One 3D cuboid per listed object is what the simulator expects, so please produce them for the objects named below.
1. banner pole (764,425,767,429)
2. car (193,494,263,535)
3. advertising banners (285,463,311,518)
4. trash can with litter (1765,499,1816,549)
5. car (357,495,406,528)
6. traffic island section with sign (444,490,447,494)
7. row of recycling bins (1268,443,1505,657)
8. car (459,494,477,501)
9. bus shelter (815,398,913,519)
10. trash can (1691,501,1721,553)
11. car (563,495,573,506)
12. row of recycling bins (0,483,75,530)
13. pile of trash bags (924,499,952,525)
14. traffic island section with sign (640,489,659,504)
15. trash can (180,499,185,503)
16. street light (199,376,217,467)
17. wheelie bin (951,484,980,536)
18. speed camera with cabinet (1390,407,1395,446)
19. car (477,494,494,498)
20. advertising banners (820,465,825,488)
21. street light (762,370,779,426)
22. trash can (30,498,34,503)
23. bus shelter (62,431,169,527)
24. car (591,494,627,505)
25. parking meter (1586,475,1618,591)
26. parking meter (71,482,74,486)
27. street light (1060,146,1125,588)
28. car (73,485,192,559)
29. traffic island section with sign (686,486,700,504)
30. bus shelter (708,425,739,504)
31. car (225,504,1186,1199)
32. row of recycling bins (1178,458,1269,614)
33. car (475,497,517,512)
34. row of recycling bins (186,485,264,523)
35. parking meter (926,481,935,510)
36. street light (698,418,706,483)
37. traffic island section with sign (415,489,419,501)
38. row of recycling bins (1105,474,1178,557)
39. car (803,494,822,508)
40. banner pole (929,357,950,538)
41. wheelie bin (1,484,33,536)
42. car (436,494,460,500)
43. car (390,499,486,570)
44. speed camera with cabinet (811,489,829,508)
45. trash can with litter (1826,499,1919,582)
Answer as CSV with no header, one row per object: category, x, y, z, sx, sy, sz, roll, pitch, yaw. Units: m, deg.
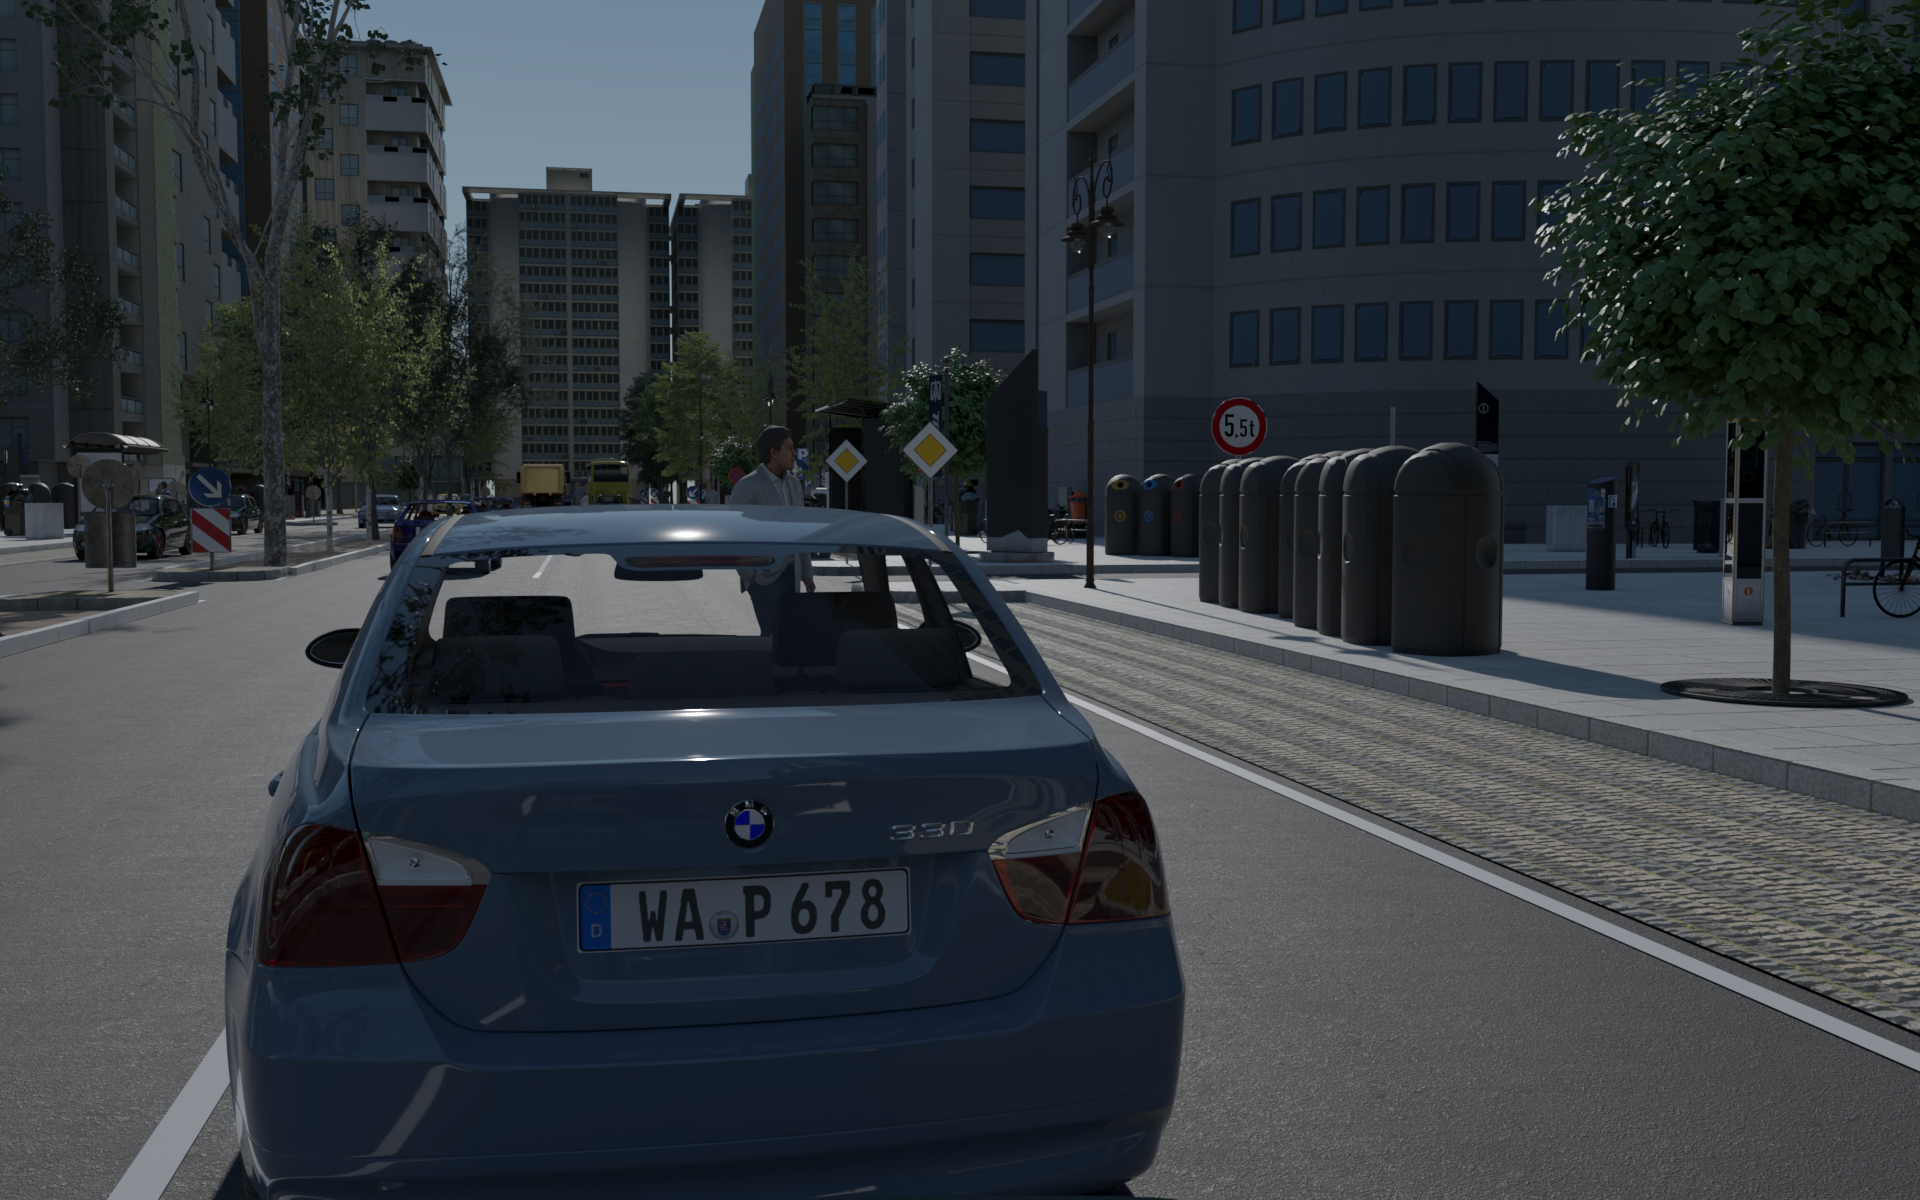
banner pole,-7.049,-4.446,62.704,0.401,3.779,0.863,0,4,-3
car,-25.888,-3.145,61.211,2.009,1.686,4.222,-1,4,-10
advertising banners,-36.245,-6.036,94.879,2.074,3.025,0.090,2,4,28
trash can with litter,19.337,-1.776,40.428,1.055,1.170,0.624,-1,4,-12
car,-24.951,-3.843,74.839,2.014,1.417,4.499,-1,4,-14
traffic island section with sign,-45.542,-8.912,154.346,1.989,1.847,2.006,-1,4,-12
row of recycling bins,3.769,-0.503,15.335,1.069,1.692,3.534,0,4,-6
car,-39.908,-7.855,140.229,2.131,1.459,4.920,-1,4,-13
bus shelter,-2.543,-3.321,45.581,1.731,3.624,6.357,-1,4,-12
trash can,16.270,-1.589,37.635,0.748,1.137,0.748,0,3,0
car,-39.938,-10.057,177.018,1.945,1.354,3.894,-1,4,-11
row of recycling bins,-33.904,-3.408,62.841,3.534,1.692,1.069,-3,5,-44
pile of trash bags,-0.647,-3.937,74.115,3.447,1.369,1.912,2,4,24
traffic island section with sign,-23.306,-7.511,131.433,1.989,1.847,2.006,-1,4,-12
trash can,-37.413,-4.356,82.871,0.748,1.137,0.748,0,3,0
street light,-29.544,-5.834,68.168,0.468,5.910,1.993,-1,4,-12
wheelie bin,0.172,-2.784,53.419,0.980,1.594,0.693,3,5,41
speed camera with cabinet,10.493,-2.740,39.142,2.038,3.252,0.660,2,4,31
car,-44.659,-9.260,163.192,2.131,1.459,4.920,-1,4,-12
advertising banners,-8.693,-6.431,101.329,2.074,3.025,0.090,1,4,14
street light,-7.072,-5.624,64.736,0.468,5.910,1.993,-1,4,-12
trash can,-33.075,-3.023,61.083,0.748,1.137,0.748,0,3,0
bus shelter,-28.484,-3.959,58.657,2.014,3.302,5.546,-1,4,-12
car,-19.353,-5.248,95.591,2.009,1.686,4.222,-1,4,-13
parking meter,8.562,-0.899,23.114,0.372,1.533,0.369,0,3,0
parking meter,-40.481,-4.500,79.293,0.399,1.863,0.255,3,4,37
street light,1.778,-3.102,23.503,0.468,5.910,1.993,-1,4,-12
car,-18.732,-1.807,39.327,2.009,1.686,4.222,-1,4,-10
traffic island section with sign,-12.828,-4.508,82.334,1.989,1.847,2.006,-1,4,-12
bus shelter,-13.177,-7.418,98.910,2.179,5.291,8.768,-1,4,-12
car,-0.803,0.442,4.768,2.014,1.417,4.499,-1,4,-13
row of recycling bins,3.480,-0.742,19.239,1.069,1.692,3.534,-1,4,-9
car,-14.763,-2.591,54.943,1.945,1.354,3.894,-1,4,-14
row of recycling bins,-32.714,-4.301,77.436,3.534,1.692,1.069,-3,5,-39
parking meter,-1.306,-4.331,76.529,0.399,1.863,0.255,0,4,7
street light,-15.740,-8.108,105.357,0.468,5.910,1.993,-1,4,-12
traffic island section with sign,-39.922,-7.300,127.981,1.989,1.847,2.006,-1,4,-12
row of recycling bins,4.405,-1.744,35.635,1.069,1.692,3.534,-3,5,-43
car,-3.987,-1.838,39.840,2.009,1.686,4.222,-1,4,-11
banner pole,-0.364,-2.561,31.894,0.401,3.779,0.863,-2,4,-31
wheelie bin,-28.966,-2.775,53.283,0.693,1.594,0.980,0,4,-2
car,-32.630,-6.122,110.325,2.015,1.641,3.980,-1,4,-12
car,-9.535,-1.206,32.304,1.945,1.354,3.894,-1,4,-10
speed camera with cabinet,-4.155,-3.940,58.758,2.038,3.252,0.660,3,4,39
trash can with litter,13.851,-0.909,25.924,1.678,1.210,2.233,0,4,-1
